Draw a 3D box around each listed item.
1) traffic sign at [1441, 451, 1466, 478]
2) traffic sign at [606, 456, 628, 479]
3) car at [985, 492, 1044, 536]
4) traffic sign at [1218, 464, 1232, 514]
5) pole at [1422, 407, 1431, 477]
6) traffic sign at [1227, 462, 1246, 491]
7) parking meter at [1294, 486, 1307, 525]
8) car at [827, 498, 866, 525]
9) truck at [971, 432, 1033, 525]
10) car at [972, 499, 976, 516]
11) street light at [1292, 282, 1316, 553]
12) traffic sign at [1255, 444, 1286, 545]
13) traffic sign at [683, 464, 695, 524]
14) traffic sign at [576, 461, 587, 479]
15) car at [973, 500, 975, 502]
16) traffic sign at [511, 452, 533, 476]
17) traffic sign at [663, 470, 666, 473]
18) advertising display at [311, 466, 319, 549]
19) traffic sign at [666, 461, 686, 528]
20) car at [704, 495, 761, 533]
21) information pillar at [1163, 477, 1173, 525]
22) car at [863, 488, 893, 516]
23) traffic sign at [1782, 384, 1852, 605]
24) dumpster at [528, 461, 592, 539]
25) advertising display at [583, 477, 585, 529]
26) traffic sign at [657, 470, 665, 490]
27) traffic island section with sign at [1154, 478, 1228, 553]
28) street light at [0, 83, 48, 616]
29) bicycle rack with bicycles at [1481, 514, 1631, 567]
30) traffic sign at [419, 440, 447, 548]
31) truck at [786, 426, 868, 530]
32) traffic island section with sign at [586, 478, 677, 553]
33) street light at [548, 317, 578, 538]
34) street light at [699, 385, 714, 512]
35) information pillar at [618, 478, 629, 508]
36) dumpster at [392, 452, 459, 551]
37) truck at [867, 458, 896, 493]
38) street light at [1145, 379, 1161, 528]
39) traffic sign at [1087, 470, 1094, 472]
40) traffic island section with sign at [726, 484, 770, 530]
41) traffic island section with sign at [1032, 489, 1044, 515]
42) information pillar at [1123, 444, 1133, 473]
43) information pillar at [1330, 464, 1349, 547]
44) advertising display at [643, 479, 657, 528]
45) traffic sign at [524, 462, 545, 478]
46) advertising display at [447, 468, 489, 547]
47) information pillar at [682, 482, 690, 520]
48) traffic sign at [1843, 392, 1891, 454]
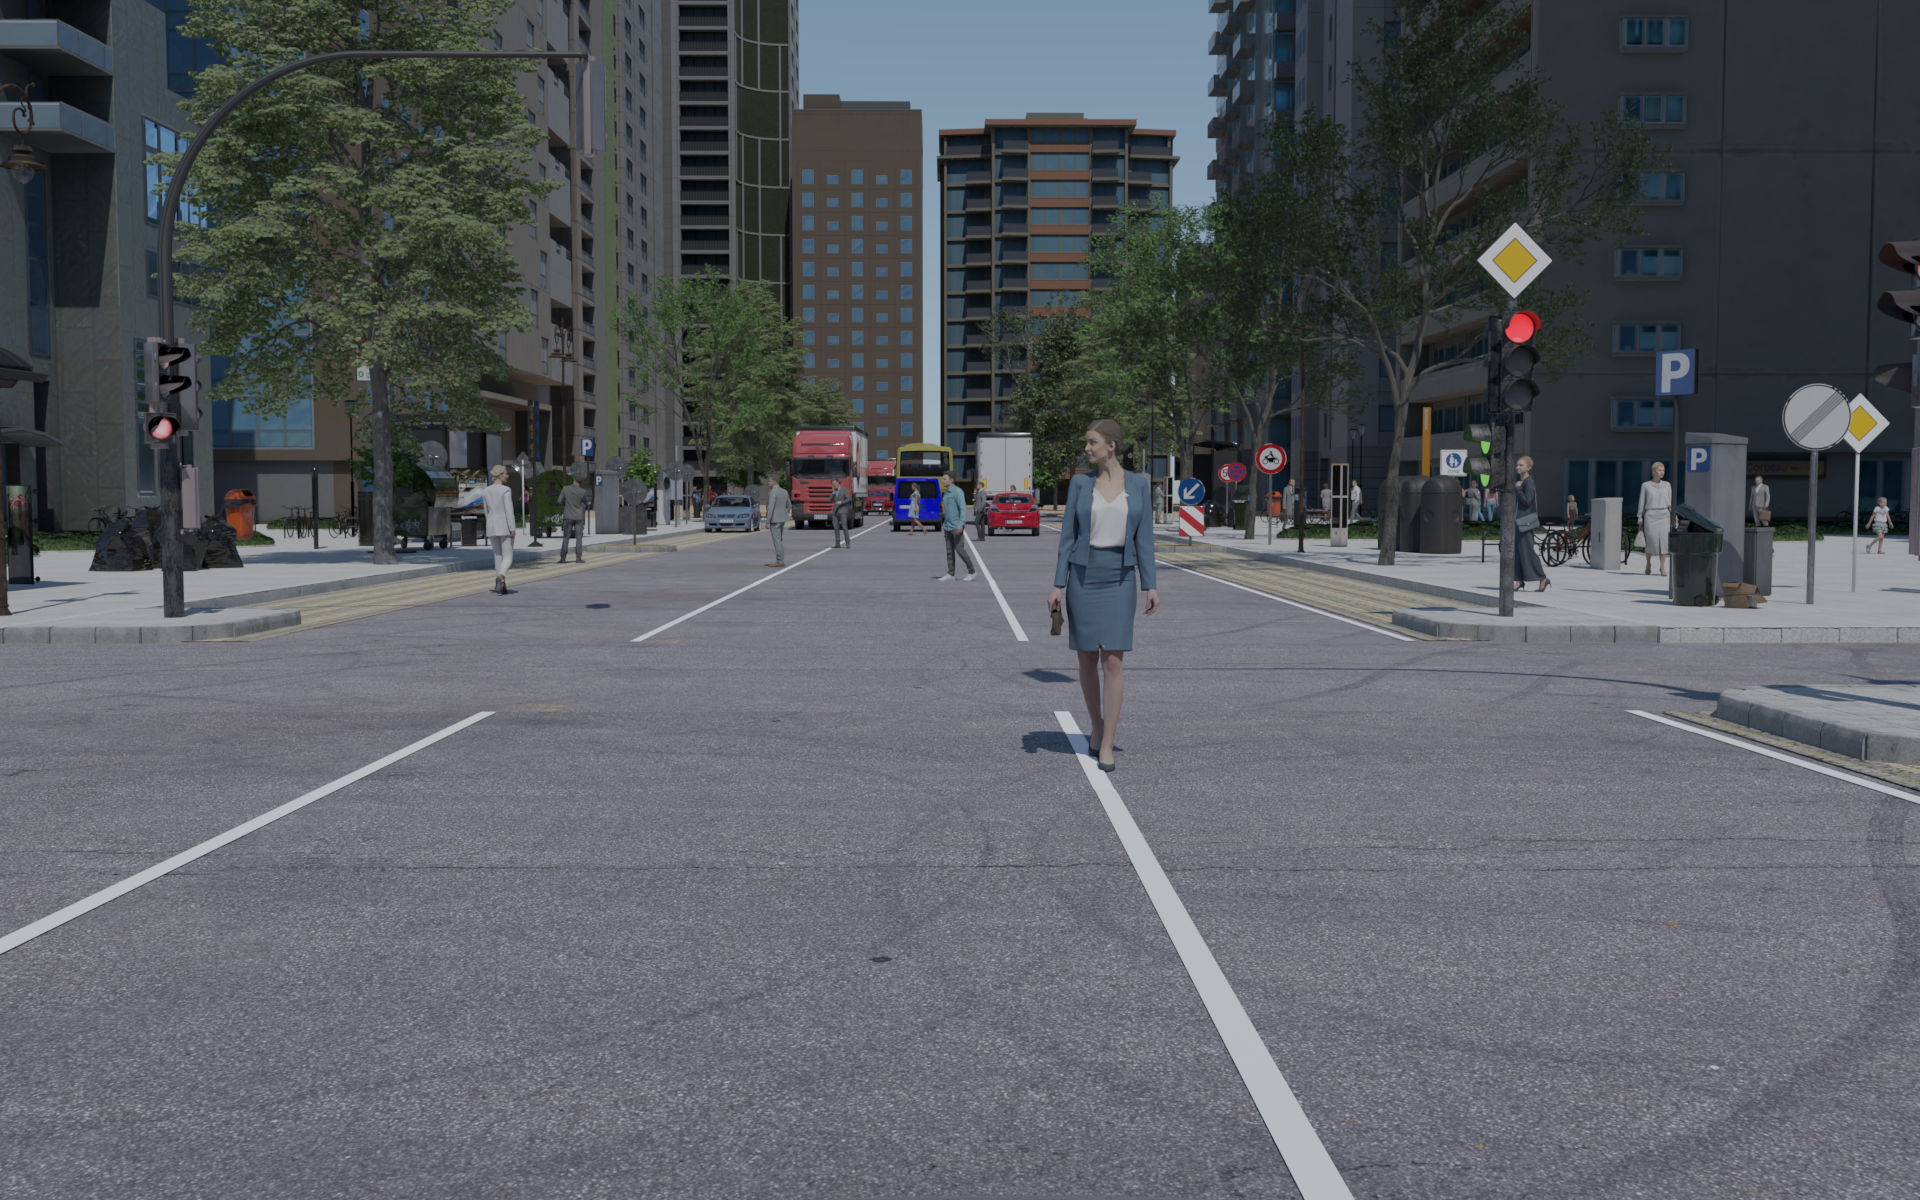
[{"bbox_3d":[11.449,-2.331,40.249,0.606,2.300,0.079,0,4,3],"label":"traffic sign"},{"bbox_3d":[-11.495,-3.539,57.963,0.768,2.556,0.104,0,4,8],"label":"traffic sign"},{"bbox_3d":[1.854,-3.128,60.177,2.155,1.783,4.494,0,4,1],"label":"car"},{"bbox_3d":[11.412,-4.518,73.981,0.768,2.556,0.104,0,4,4],"label":"traffic sign"},{"bbox_3d":[10.987,-2.875,40.842,0.158,3.312,0.155,0,3,0],"label":"pole"},{"bbox_3d":[11.070,-4.241,69.451,0.768,2.556,0.104,0,4,3],"label":"traffic sign"},{"bbox_3d":[10.109,-2.633,51.461,0.372,1.533,0.369,0,3,0],"label":"parking meter"},{"bbox_3d":[-5.484,-4.425,82.570,2.015,1.641,3.980,0,4,-2],"label":"car"},{"bbox_3d":[2.013,-5.837,84.350,2.839,4.237,11.283,0,4,-1],"label":"truck"},{"bbox_3d":[1.818,-6.490,114.910,1.959,1.807,4.718,0,4,-1],"label":"car"},{"bbox_3d":[7.488,-3.980,37.854,0.468,5.910,1.993,0,4,-1],"label":"street light"},{"bbox_3d":[7.834,-2.667,43.714,0.768,2.556,0.104,1,4,9],"label":"traffic sign"},{"bbox_3d":[-11.591,-4.482,73.378,0.768,2.556,0.104,0,4,8],"label":"traffic sign"},{"bbox_3d":[-14.868,-4.127,67.576,0.768,2.556,0.104,0,4,7],"label":"traffic sign"},{"bbox_3d":[1.786,-5.359,96.665,2.155,1.783,4.494,0,4,1],"label":"car"},{"bbox_3d":[-13.584,-3.309,53.832,0.795,2.593,0.064,1,4,8],"label":"traffic sign"},{"bbox_3d":[-15.490,-5.555,90.928,0.768,2.556,0.104,1,4,8],"label":"traffic sign"},{"bbox_3d":[-15.118,-2.166,40.625,0.123,1.923,0.974,-1,4,-19],"label":"advertising display"},{"bbox_3d":[-10.877,-4.048,66.292,0.768,2.556,0.104,0,4,2],"label":"traffic sign"},{"bbox_3d":[-8.533,-3.260,65.296,2.014,1.417,4.499,0,4,0],"label":"car"},{"bbox_3d":[8.783,-4.193,73.042,0.304,2.012,0.304,-1,4,-22],"label":"information pillar"},{"bbox_3d":[-5.445,-6.540,115.594,2.281,1.827,5.304,0,4,-2],"label":"car"},{"bbox_3d":[9.888,-1.221,20.073,0.768,2.556,0.104,0,4,6],"label":"traffic sign"},{"bbox_3d":[-11.689,-2.943,50.607,1.502,2.255,1.985,0,4,-1],"label":"dumpster"},{"bbox_3d":[-14.066,-3.623,64.452,0.123,1.923,0.974,-1,4,-18],"label":"advertising display"},{"bbox_3d":[-15.660,-5.510,90.191,0.768,2.556,0.104,0,4,1],"label":"traffic sign"},{"bbox_3d":[5.521,-2.101,42.976,1.989,1.847,2.006,0,4,-1],"label":"traffic island section with sign"},{"bbox_3d":[-10.114,-2.772,18.115,0.468,5.910,1.993,0,4,-1],"label":"street light"},{"bbox_3d":[11.095,-1.122,31.720,2.925,0.926,2.852,-1,4,-21],"label":"bicycle rack with bicycles"},{"bbox_3d":[-12.569,-2.512,41.172,0.768,2.556,0.104,0,3,0],"label":"traffic sign"},{"bbox_3d":[-5.458,-5.153,73.170,2.839,4.237,11.283,0,4,0],"label":"truck"},{"bbox_3d":[-8.106,-2.102,43.002,1.989,1.847,2.006,0,4,-1],"label":"traffic island section with sign"},{"bbox_3d":[-10.411,-4.449,45.536,0.468,5.910,1.993,0,4,-1],"label":"street light"},{"bbox_3d":[-10.667,-6.139,73.168,0.468,5.910,1.993,0,4,-1],"label":"street light"},{"bbox_3d":[-13.299,-3.913,68.469,0.304,2.012,0.304,3,5,44],"label":"information pillar"},{"bbox_3d":[-12.529,-2.283,39.819,1.502,2.255,1.985,0,4,-1],"label":"dumpster"},{"bbox_3d":[-6.231,-9.127,138.140,2.839,4.237,11.283,0,4,-2],"label":"truck"},{"bbox_3d":[7.249,-5.657,65.276,0.468,5.910,1.993,0,4,-1],"label":"street light"},{"bbox_3d":[6.980,-5.610,91.824,0.768,2.556,0.104,0,4,1],"label":"traffic sign"},{"bbox_3d":[-8.371,-3.751,69.956,1.989,1.847,2.006,0,4,-1],"label":"traffic island section with sign"},{"bbox_3d":[4.770,-6.813,120.019,1.989,1.847,2.006,0,4,-1],"label":"traffic island section with sign"},{"bbox_3d":[7.820,-5.451,80.475,0.504,3.616,0.183,-1,4,-9],"label":"information pillar"},{"bbox_3d":[9.193,-2.291,41.954,0.304,2.012,0.304,-3,5,-44],"label":"information pillar"},{"bbox_3d":[-11.836,-3.716,65.976,0.123,1.923,0.974,-3,5,-40],"label":"advertising display"},{"bbox_3d":[-14.497,-3.628,59.326,0.884,2.594,0.081,0,4,3],"label":"traffic sign"},{"bbox_3d":[-12.006,-2.268,42.296,0.974,1.923,0.123,-2,4,-28],"label":"advertising display"},{"bbox_3d":[-13.744,-5.042,86.936,0.304,2.012,0.304,1,4,13],"label":"information pillar"},{"bbox_3d":[11.674,-1.392,22.491,0.795,2.593,0.064,0,4,1],"label":"traffic sign"}]
